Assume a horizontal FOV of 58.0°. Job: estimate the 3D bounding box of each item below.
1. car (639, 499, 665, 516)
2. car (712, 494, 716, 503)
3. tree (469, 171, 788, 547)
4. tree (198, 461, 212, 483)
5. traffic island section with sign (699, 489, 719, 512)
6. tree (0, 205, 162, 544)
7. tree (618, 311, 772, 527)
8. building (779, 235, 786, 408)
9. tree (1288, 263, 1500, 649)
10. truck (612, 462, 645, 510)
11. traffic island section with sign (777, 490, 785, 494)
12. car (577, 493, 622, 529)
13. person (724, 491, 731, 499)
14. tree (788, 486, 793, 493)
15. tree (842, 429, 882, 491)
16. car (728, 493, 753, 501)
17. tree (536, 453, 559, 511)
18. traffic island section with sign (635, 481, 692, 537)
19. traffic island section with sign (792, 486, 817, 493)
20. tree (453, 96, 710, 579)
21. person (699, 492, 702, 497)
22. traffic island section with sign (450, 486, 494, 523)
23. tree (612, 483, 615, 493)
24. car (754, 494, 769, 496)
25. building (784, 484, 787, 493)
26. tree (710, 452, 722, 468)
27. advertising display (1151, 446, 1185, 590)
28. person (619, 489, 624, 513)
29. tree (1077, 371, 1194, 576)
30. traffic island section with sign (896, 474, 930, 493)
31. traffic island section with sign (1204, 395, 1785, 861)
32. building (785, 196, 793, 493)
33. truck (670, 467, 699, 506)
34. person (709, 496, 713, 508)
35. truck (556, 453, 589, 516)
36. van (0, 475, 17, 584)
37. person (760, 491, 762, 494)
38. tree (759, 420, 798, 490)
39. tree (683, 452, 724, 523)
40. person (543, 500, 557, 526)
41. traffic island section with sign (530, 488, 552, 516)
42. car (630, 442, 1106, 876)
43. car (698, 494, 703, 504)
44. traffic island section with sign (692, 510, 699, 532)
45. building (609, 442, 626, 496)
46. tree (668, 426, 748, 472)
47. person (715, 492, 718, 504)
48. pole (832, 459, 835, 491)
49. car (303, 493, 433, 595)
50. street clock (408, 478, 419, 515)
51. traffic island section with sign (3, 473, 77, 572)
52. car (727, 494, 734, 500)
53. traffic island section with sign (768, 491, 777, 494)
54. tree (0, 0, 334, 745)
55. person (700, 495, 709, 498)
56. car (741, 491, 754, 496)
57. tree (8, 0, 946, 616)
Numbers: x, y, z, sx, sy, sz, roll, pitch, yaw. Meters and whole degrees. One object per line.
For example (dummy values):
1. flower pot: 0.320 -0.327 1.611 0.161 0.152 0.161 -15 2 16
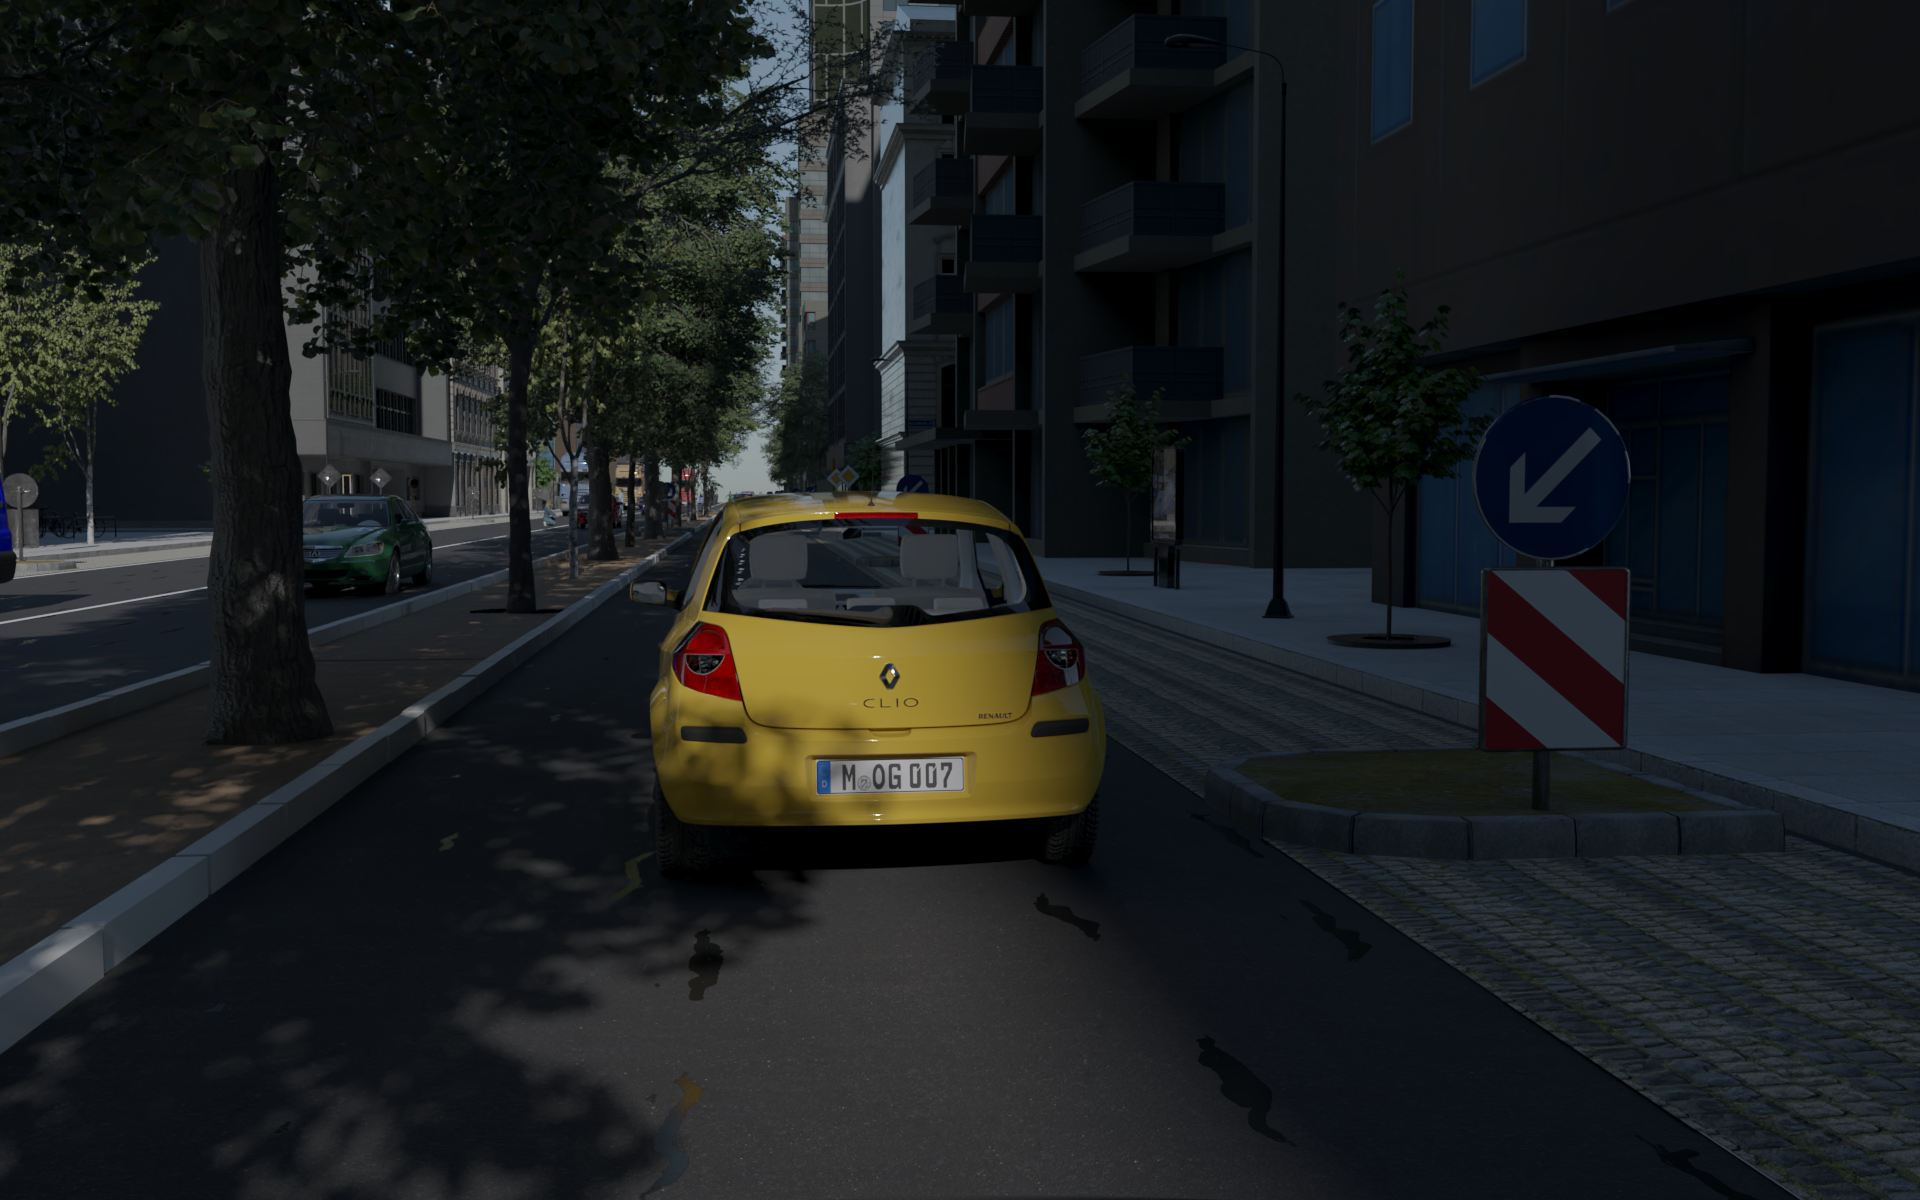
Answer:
1. car: -20.649 -6.386 116.985 1.945 1.354 3.894 0 4 -8
2. car: -38.753 -15.788 269.923 2.131 1.459 4.920 0 4 -6
3. tree: -8.843 -6.663 45.815 8.767 10.594 7.601 0 4 -7
4. tree: -22.351 -3.607 53.582 1.663 3.219 1.824 0 3 0
5. traffic island section with sign: -20.251 -8.106 140.666 2.006 1.907 1.989 0 4 -7
6. tree: -22.551 -5.742 44.248 4.737 8.622 4.395 0 3 0
7. tree: -11.643 -9.209 71.146 7.486 12.596 7.792 0 3 0
8. building: -18.570 -38.624 286.122 22.147 44.769 28.867 0 4 -7
9. tree: 3.663 -1.222 14.581 1.663 3.219 1.824 0 3 0
10. truck: -29.300 -10.193 155.561 2.839 4.237 11.283 0 4 -5
11. traffic island section with sign: -11.136 -6.607 116.648 1.989 1.847 2.006 0 4 -7
12. car: -15.302 -3.920 73.124 2.155 1.783 4.494 0 4 -6
13. person: -24.274 -10.614 182.754 1.217 1.735 0.721 1 4 12
14. tree: -22.494 -14.576 232.924 1.663 3.219 1.824 0 3 0
15. tree: -4.197 -6.294 86.620 4.285 4.588 4.351 0 3 0
16. car: -13.869 -6.192 110.829 1.945 1.707 3.694 0 4 -8
17. tree: -32.352 -9.074 132.070 4.285 4.588 4.351 0 3 0
18. traffic island section with sign: -10.236 -3.094 58.728 2.006 1.907 1.989 0 4 -7
19. traffic island section with sign: -7.853 -4.964 89.784 1.989 1.847 2.006 0 4 -7
20. tree: -6.555 -4.663 29.059 4.737 8.622 4.395 0 3 0
21. person: -40.482 -15.938 269.602 0.721 1.766 1.217 0 4 -5
22. traffic island section with sign: -24.450 -4.786 86.874 1.989 1.847 2.006 0 4 -7
23. tree: -42.670 -13.480 214.999 1.663 3.219 1.824 0 3 0
24. car: -13.356 -6.536 117.089 2.015 1.641 3.980 0 4 -6
25. building: -10.476 -34.788 260.671 32.217 40.220 23.993 0 4 -7
26. tree: -17.642 -10.146 118.710 4.737 8.622 4.395 0 3 0
27. advertising display: 2.823 -1.125 23.614 0.123 1.923 0.974 -1 4 -14
28. person: -25.546 -7.464 130.795 0.793 1.790 0.793 -1 4 -19
29. tree: 2.604 -2.012 27.491 1.663 3.219 1.824 0 3 0
30. traffic island section with sign: -1.120 -1.595 34.710 1.989 1.847 2.006 0 4 -7
31. traffic island section with sign: 2.175 0.057 7.700 1.989 1.847 2.006 0 4 -7
32. building: -17.165 -34.073 240.681 14.154 41.232 14.086 0 4 -7
33. truck: -28.318 -11.606 178.663 2.839 4.237 11.283 0 4 -8
34. person: -25.912 -10.490 180.026 0.705 1.821 1.348 0 4 4
35. truck: -25.280 -7.873 118.475 2.967 4.110 18.799 0 4 -7
36. van: -12.161 -0.858 18.410 2.240 2.365 5.245 0 4 -6
37. person: -22.512 -11.400 195.615 0.721 1.736 1.217 3 5 42
38. tree: -21.284 -18.847 225.155 9.611 12.733 9.660 0 3 0
39. tree: -13.335 -8.076 84.860 4.360 8.622 3.978 0 3 0
40. person: -18.354 -3.905 77.845 0.738 1.151 1.012 0 4 -3
41. traffic island section with sign: -27.737 -6.431 113.781 1.989 1.847 2.006 0 4 -7
42. car: -0.526 0.135 8.017 2.015 1.641 3.980 -1 4 -8
43. car: -36.319 -14.490 246.508 1.945 1.707 3.694 0 4 -7
44. traffic island section with sign: -11.125 -3.544 66.082 2.006 1.907 1.989 0 4 -7
45. building: -51.714 -35.367 228.367 14.600 45.320 14.200 0 4 -7
46. tree: -20.101 -12.693 135.740 9.928 11.665 9.643 0 3 0
47. person: -35.601 -14.931 253.532 0.541 1.710 0.530 -2 4 -28
48. pole: -7.269 -6.468 99.596 0.158 3.312 0.155 0 3 0
49. car: -9.146 -0.871 26.044 2.131 1.459 4.920 0 4 -8
50. street clock: -25.225 -4.612 79.975 0.358 2.002 0.471 3 5 41
51. traffic island section with sign: -17.799 -1.457 32.446 1.989 1.847 2.006 0 4 -7
52. car: -17.152 -7.687 134.476 1.959 1.807 4.718 0 4 -6
53. traffic island section with sign: -17.141 -9.612 165.790 1.989 1.847 2.006 0 4 -7
54. tree: -4.017 -6.145 9.591 9.857 13.997 8.962 0 3 0
55. person: -27.593 -10.896 187.373 1.217 1.736 0.721 -1 4 -8
56. car: -24.695 -11.776 201.209 2.281 1.827 5.304 0 4 -8
57. tree: -5.318 -6.588 20.541 12.009 13.543 11.850 0 3 0
